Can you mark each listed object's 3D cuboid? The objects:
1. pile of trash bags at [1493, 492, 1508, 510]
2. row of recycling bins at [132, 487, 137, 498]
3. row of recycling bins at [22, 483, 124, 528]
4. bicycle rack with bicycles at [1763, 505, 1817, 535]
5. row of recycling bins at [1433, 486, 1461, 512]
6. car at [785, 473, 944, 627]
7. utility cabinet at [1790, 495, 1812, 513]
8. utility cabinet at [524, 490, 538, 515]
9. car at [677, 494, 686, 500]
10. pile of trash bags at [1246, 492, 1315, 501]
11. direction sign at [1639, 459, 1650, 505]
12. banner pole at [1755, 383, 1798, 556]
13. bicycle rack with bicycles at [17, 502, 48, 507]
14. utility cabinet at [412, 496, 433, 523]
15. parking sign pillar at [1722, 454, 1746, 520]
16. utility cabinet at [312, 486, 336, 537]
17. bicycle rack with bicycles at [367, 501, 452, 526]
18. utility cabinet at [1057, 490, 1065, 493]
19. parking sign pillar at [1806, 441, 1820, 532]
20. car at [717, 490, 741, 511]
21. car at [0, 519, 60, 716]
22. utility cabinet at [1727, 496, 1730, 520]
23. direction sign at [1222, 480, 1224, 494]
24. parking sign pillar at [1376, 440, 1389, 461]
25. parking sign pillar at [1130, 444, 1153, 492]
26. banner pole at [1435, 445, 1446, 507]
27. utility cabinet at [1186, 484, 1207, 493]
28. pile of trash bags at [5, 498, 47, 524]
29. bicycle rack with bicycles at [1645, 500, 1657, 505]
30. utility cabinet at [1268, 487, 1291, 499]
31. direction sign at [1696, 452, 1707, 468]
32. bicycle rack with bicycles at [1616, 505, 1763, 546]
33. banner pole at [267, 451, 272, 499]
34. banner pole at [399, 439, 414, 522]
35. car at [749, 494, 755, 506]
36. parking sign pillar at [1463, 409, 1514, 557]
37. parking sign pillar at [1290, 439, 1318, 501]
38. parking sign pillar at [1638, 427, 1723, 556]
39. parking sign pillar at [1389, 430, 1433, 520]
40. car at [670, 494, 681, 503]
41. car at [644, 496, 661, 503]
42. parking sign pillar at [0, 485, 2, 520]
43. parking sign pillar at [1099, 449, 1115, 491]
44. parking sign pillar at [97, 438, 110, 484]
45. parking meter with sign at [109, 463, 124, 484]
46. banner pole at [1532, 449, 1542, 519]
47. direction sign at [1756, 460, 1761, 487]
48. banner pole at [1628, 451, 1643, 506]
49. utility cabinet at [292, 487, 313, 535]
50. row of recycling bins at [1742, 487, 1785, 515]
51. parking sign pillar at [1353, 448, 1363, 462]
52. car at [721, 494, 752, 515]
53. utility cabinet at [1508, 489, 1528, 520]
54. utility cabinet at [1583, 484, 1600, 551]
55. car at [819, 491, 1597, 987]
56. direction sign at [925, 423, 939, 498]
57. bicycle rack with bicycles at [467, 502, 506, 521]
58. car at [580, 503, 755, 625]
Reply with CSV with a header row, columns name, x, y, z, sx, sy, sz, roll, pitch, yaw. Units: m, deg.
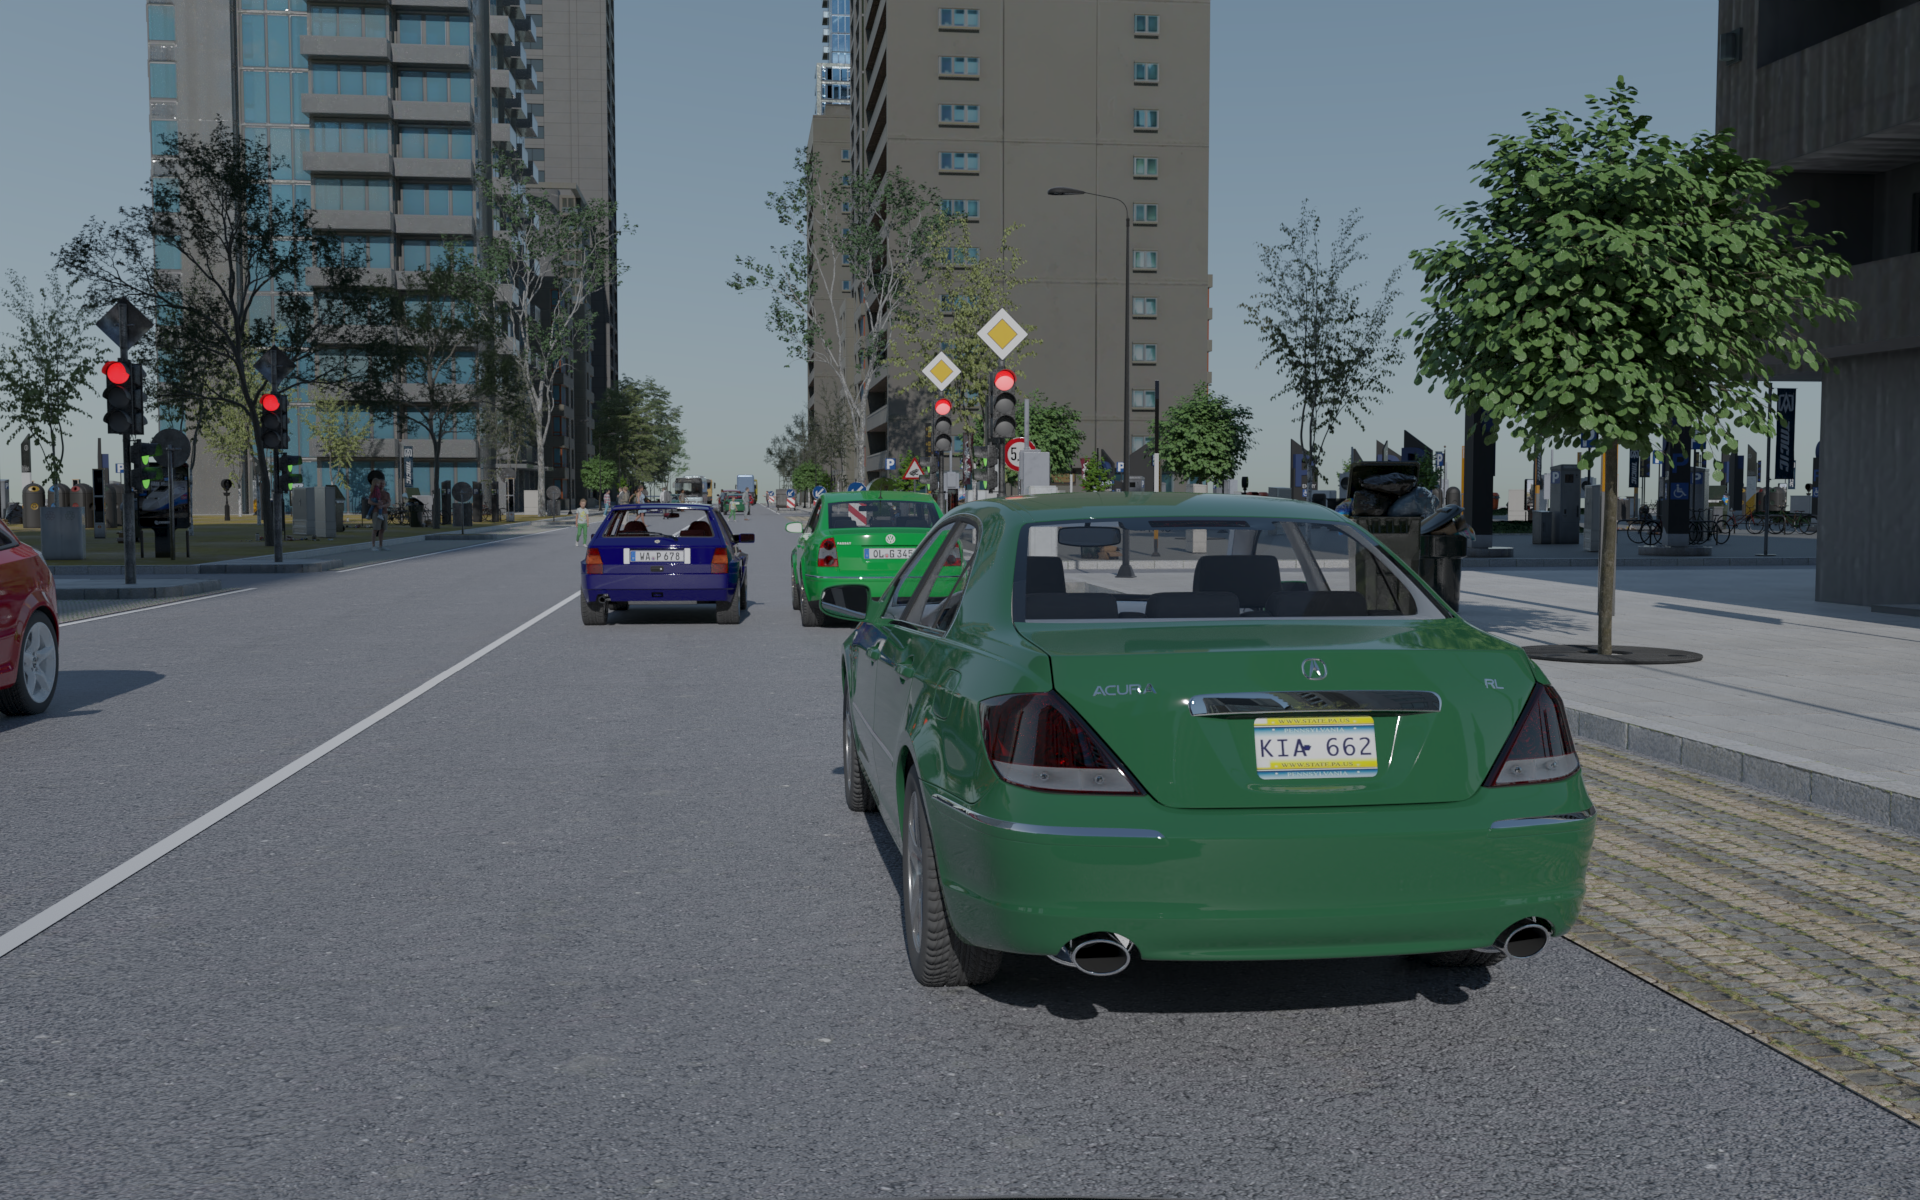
name,x,y,z,sx,sy,sz,roll,pitch,yaw
pile of trash bags,29.250,-4.968,90.983,1.912,1.369,3.447,-3,5,-39
row of recycling bins,-33.560,-3.843,69.952,1.069,1.692,3.534,0,4,0
row of recycling bins,-33.523,-3.555,65.232,3.534,1.692,1.069,0,4,1
bicycle rack with bicycles,26.192,-2.571,55.421,2.852,0.926,2.925,-2,4,-30
row of recycling bins,25.440,-5.319,94.072,3.534,1.692,1.069,2,4,34
car,-1.025,-0.694,20.136,1.959,1.807,4.718,0,4,-8
utility cabinet,39.533,-4.292,81.343,0.306,1.237,1.020,-2,4,-30
utility cabinet,-25.789,-5.889,104.965,1.173,1.500,0.318,0,4,3
car,-24.457,-8.314,147.728,2.131,1.459,4.920,-1,4,-9
pile of trash bags,13.342,-3.749,71.053,1.912,1.369,3.447,-2,4,-32
direction sign,32.205,-5.473,81.479,0.876,3.537,0.379,-3,4,-38
banner pole,16.969,-2.808,35.936,0.863,3.779,0.401,-1,4,-13
bicycle rack with bicycles,-42.755,-4.121,80.761,2.852,0.926,2.925,0,4,2
utility cabinet,-23.555,-3.965,75.987,0.306,1.237,1.020,2,4,24
parking sign pillar,39.001,-6.030,87.070,1.447,3.967,1.447,1,4,13
utility cabinet,-18.665,-2.586,50.962,0.318,1.500,1.173,-2,4,-34
bicycle rack with bicycles,-22.860,-3.534,71.168,2.925,0.926,2.852,1,4,20
utility cabinet,6.008,-5.841,104.183,0.318,1.500,1.173,1,4,21
parking sign pillar,29.888,-4.339,59.418,1.447,3.967,1.447,-1,4,-23
car,-19.354,-8.403,146.056,2.281,1.827,5.304,-1,4,-9
car,-6.681,-0.042,9.721,2.155,1.783,4.494,0,4,-7
utility cabinet,33.123,-3.933,75.473,1.020,1.237,0.306,-3,4,-36
direction sign,8.696,-3.990,57.238,0.379,3.537,0.876,1,4,19
parking sign pillar,21.122,-5.918,85.229,1.447,3.967,1.447,1,4,14
parking sign pillar,8.515,-5.630,80.515,1.447,3.967,1.447,0,4,2
banner pole,24.741,-6.061,89.112,0.863,3.779,0.401,-2,4,-26
utility cabinet,5.177,-1.786,37.888,0.318,1.500,1.173,0,3,0
pile of trash bags,-39.990,-3.920,73.838,1.912,1.369,3.447,2,4,24
bicycle rack with bicycles,45.048,-6.005,111.567,2.925,0.926,2.852,1,4,15
utility cabinet,10.042,-2.793,54.339,0.318,1.500,1.173,2,4,33
direction sign,39.659,-6.169,92.858,0.876,3.537,0.379,-1,4,-23
bicycle rack with bicycles,18.242,-1.885,44.206,2.925,0.926,2.852,0,4,-5
banner pole,-40.477,-6.824,101.589,0.401,3.779,0.863,-3,5,-44
banner pole,-25.334,-5.452,79.153,0.401,3.779,0.863,3,5,41
car,-26.296,-12.466,212.851,2.155,1.783,4.494,0,4,-7
parking sign pillar,10.670,-2.884,35.624,1.447,3.967,1.447,1,4,8
parking sign pillar,16.779,-5.870,84.448,1.447,3.967,1.447,-1,4,-15
parking sign pillar,15.063,-2.930,36.380,1.447,3.967,1.447,1,4,17
parking sign pillar,19.005,-5.117,72.142,1.447,3.967,1.447,3,5,44
car,-23.844,-7.975,142.189,2.131,1.459,4.920,0,4,-6
car,-20.008,-6.150,113.138,1.945,1.354,3.894,-1,4,-8
parking sign pillar,-18.604,-2.675,32.207,1.447,3.967,1.447,2,4,28
parking sign pillar,8.671,-7.002,102.955,1.447,3.967,1.447,-2,4,-28
parking sign pillar,-41.401,-5.823,83.686,1.447,3.967,1.447,-2,4,-28
parking meter with sign,-48.331,-6.288,99.062,1.738,3.016,0.543,3,5,41
banner pole,20.347,-4.346,61.077,0.401,3.779,0.863,0,4,-4
direction sign,53.604,-7.619,116.572,0.379,3.537,0.876,-1,4,-11
banner pole,32.396,-5.676,82.821,0.863,3.779,0.401,1,4,12
utility cabinet,-20.458,-2.770,53.973,0.318,1.500,1.173,-3,5,-41
row of recycling bins,44.494,-5.449,96.205,1.069,1.692,3.534,-1,4,-12
parking sign pillar,23.801,-6.994,102.830,1.447,3.967,1.447,3,4,39
car,-15.372,-6.566,119.150,2.131,1.459,4.920,0,4,-8
utility cabinet,26.735,-4.513,82.468,1.173,1.500,0.318,1,4,21
utility cabinet,14.171,-1.837,38.714,0.318,1.500,1.173,1,4,12
car,0.567,0.320,6.565,2.131,1.459,4.920,0,4,-8
direction sign,-0.848,-3.854,55.008,0.379,3.537,0.876,-2,4,-35
bicycle rack with bicycles,-22.785,-4.184,81.784,2.925,0.926,2.852,-1,4,-15
car,-3.393,-0.472,20.290,1.945,1.354,3.894,0,4,-5
